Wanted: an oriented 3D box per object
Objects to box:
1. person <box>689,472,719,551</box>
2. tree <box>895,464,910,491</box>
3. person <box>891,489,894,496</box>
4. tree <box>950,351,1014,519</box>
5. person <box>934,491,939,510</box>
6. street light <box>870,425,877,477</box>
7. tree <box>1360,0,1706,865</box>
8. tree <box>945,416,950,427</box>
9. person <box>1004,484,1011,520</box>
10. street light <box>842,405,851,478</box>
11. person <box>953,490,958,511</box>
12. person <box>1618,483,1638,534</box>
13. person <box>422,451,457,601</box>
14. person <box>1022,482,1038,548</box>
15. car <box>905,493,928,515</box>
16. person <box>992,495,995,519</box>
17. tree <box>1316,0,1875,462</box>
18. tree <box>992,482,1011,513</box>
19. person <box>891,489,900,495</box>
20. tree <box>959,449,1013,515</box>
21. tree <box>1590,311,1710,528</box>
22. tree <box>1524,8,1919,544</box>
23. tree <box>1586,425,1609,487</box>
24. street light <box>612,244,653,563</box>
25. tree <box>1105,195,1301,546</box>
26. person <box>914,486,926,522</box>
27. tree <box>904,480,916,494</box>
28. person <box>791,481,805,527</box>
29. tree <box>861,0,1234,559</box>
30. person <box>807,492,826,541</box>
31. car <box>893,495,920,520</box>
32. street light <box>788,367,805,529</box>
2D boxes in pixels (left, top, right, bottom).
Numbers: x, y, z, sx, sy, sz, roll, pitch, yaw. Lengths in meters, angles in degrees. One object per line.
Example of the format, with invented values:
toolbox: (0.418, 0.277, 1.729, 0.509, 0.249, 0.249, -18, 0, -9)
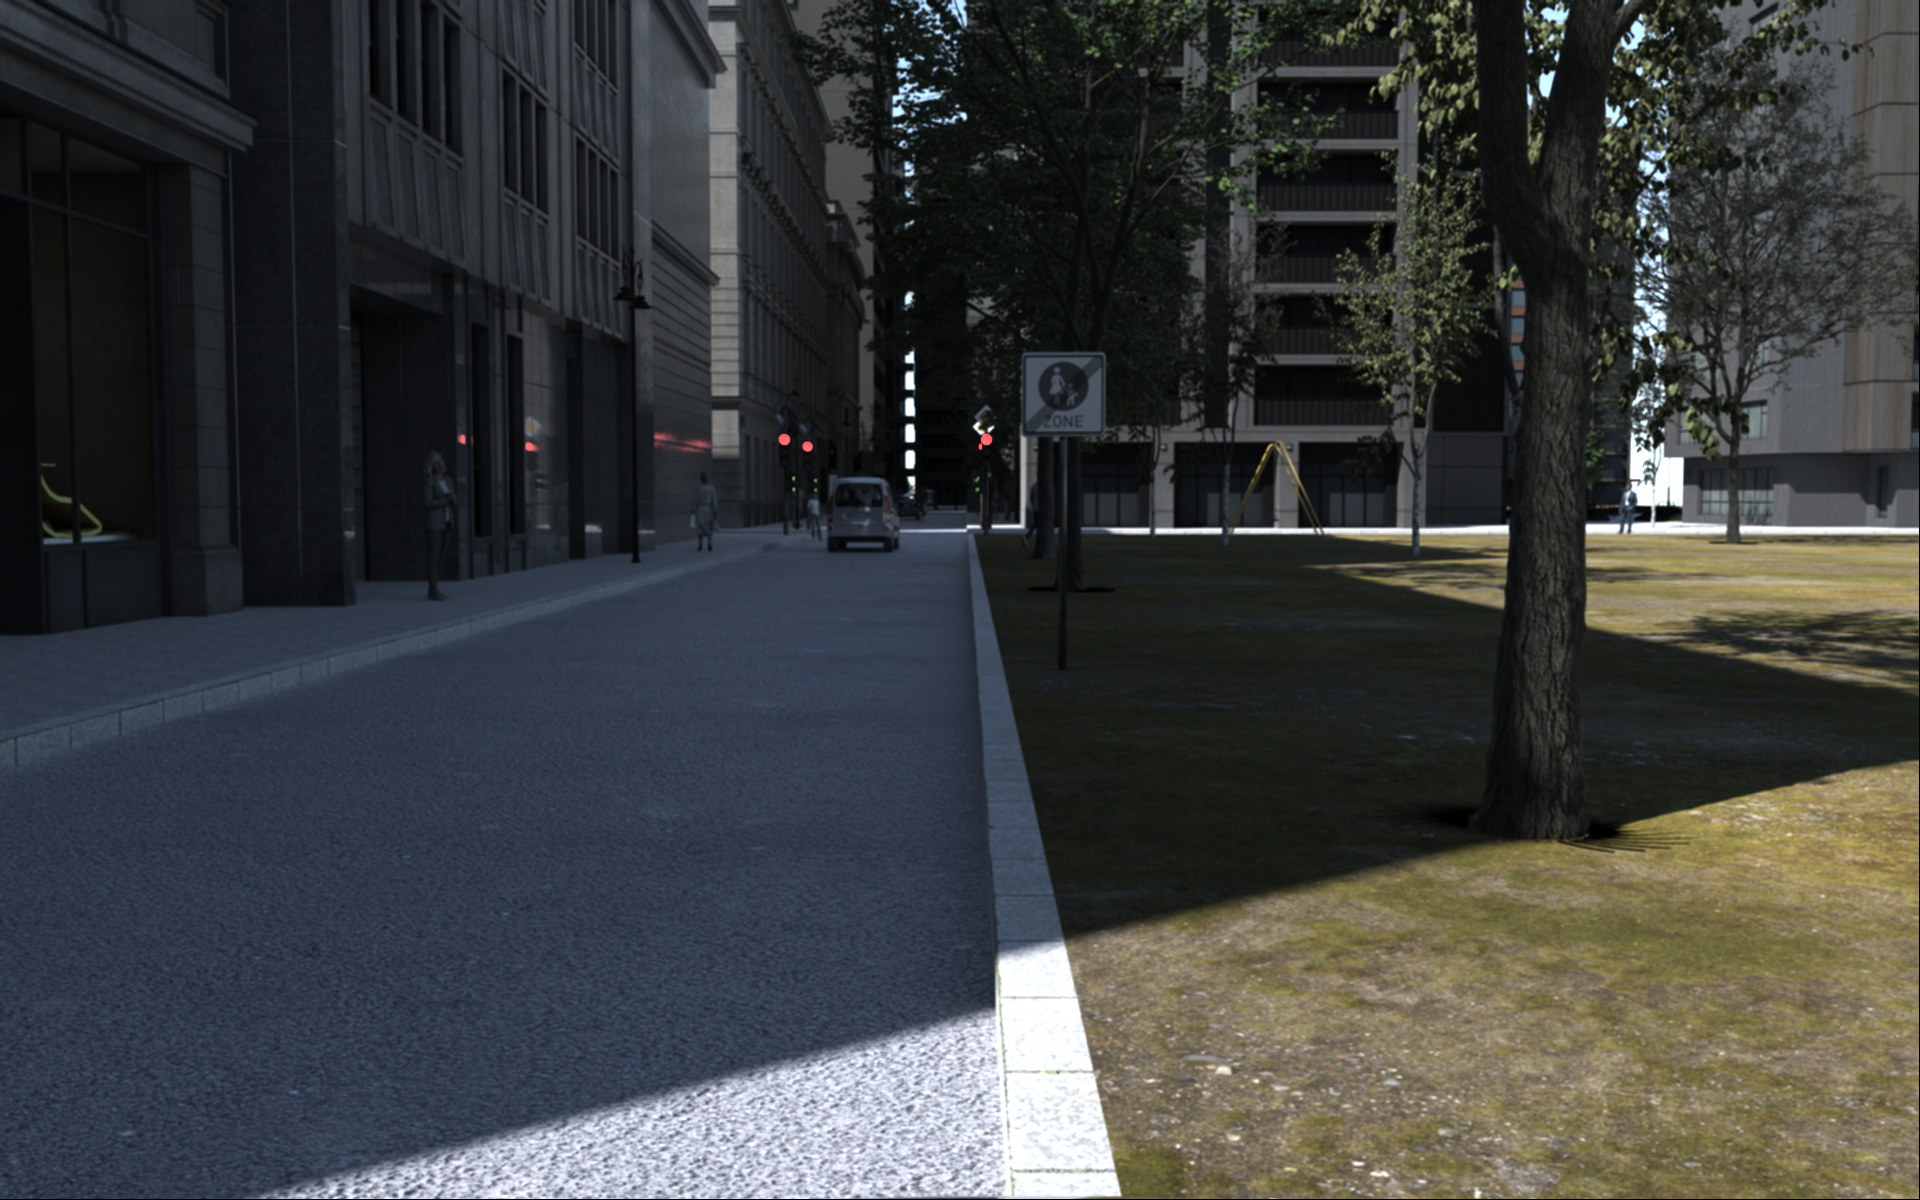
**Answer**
person: (-5.787, -1.999, 39.085, 0.694, 1.780, 0.624, 0, 4, -6)
tree: (-6.751, -11.840, 177.301, 4.285, 4.588, 4.351, 0, 3, 0)
person: (-6.150, -9.135, 156.223, 1.217, 1.723, 0.721, -3, 5, -41)
tree: (1.934, -8.433, 88.239, 4.737, 8.622, 4.395, 0, 3, 0)
person: (-2.124, -8.963, 155.958, 0.541, 1.710, 0.530, -2, 4, -26)
street light: (-5.778, -8.742, 115.720, 0.468, 5.910, 1.993, 0, 4, 0)
tree: (2.133, -4.914, 6.098, 9.928, 11.665, 9.643, 0, 3, 0)
tree: (1.589, -8.946, 96.636, 4.737, 8.622, 4.395, 0, 3, 0)
person: (2.365, -4.820, 85.396, 0.362, 1.759, 0.519, 2, 4, 24)
street light: (-5.850, -7.143, 89.570, 0.468, 5.910, 1.993, 0, 4, 0)
person: (-0.431, -8.662, 150.637, 0.721, 1.766, 1.217, 1, 4, 13)
person: (22.888, -3.103, 59.420, 0.419, 1.800, 0.721, -3, 5, -40)
person: (-6.308, -0.912, 21.132, 0.526, 1.800, 0.537, 2, 4, 32)
person: (1.869, -2.170, 41.365, 0.795, 1.843, 0.661, -2, 4, -35)
car: (-3.214, -6.745, 119.878, 1.945, 1.707, 3.694, 0, 4, 0)
person: (1.639, -4.801, 89.547, 0.382, 1.210, 0.505, 1, 4, 15)
tree: (4.351, -3.820, 12.827, 4.737, 8.622, 4.395, 0, 3, 0)
tree: (2.721, -7.455, 116.494, 1.663, 3.219, 1.824, 0, 3, 0)
person: (-5.371, -8.466, 145.262, 0.742, 1.727, 0.445, -1, 4, -10)
tree: (1.625, -7.593, 107.863, 4.285, 4.588, 4.351, 0, 3, 0)
tree: (26.090, -7.047, 65.583, 4.360, 8.622, 3.978, 0, 3, 0)
tree: (19.858, -8.200, 44.442, 12.009, 13.543, 11.850, 0, 3, 0)
tree: (25.874, -5.484, 73.378, 4.285, 4.588, 4.351, 0, 3, 0)
street light: (-6.064, -3.635, 32.227, 0.468, 5.910, 1.993, 0, 4, 0)
tree: (6.454, -5.665, 42.986, 4.360, 8.622, 3.978, 0, 3, 0)
person: (-2.013, -4.946, 89.348, 0.580, 1.828, 0.573, -3, 5, -42)
tree: (-5.863, -12.098, 192.404, 1.663, 3.219, 1.824, 0, 3, 0)
person: (-6.257, -3.720, 67.045, 0.466, 1.800, 0.511, 2, 4, 26)
tree: (1.699, -7.124, 34.599, 7.486, 12.596, 7.792, 0, 3, 0)
person: (-4.432, -2.586, 53.373, 0.523, 1.515, 0.503, 2, 4, 24)
car: (-3.105, -5.220, 97.351, 2.014, 1.417, 4.499, 0, 4, -1)
street light: (-5.930, -5.513, 62.918, 0.468, 5.910, 1.993, 0, 4, 0)
